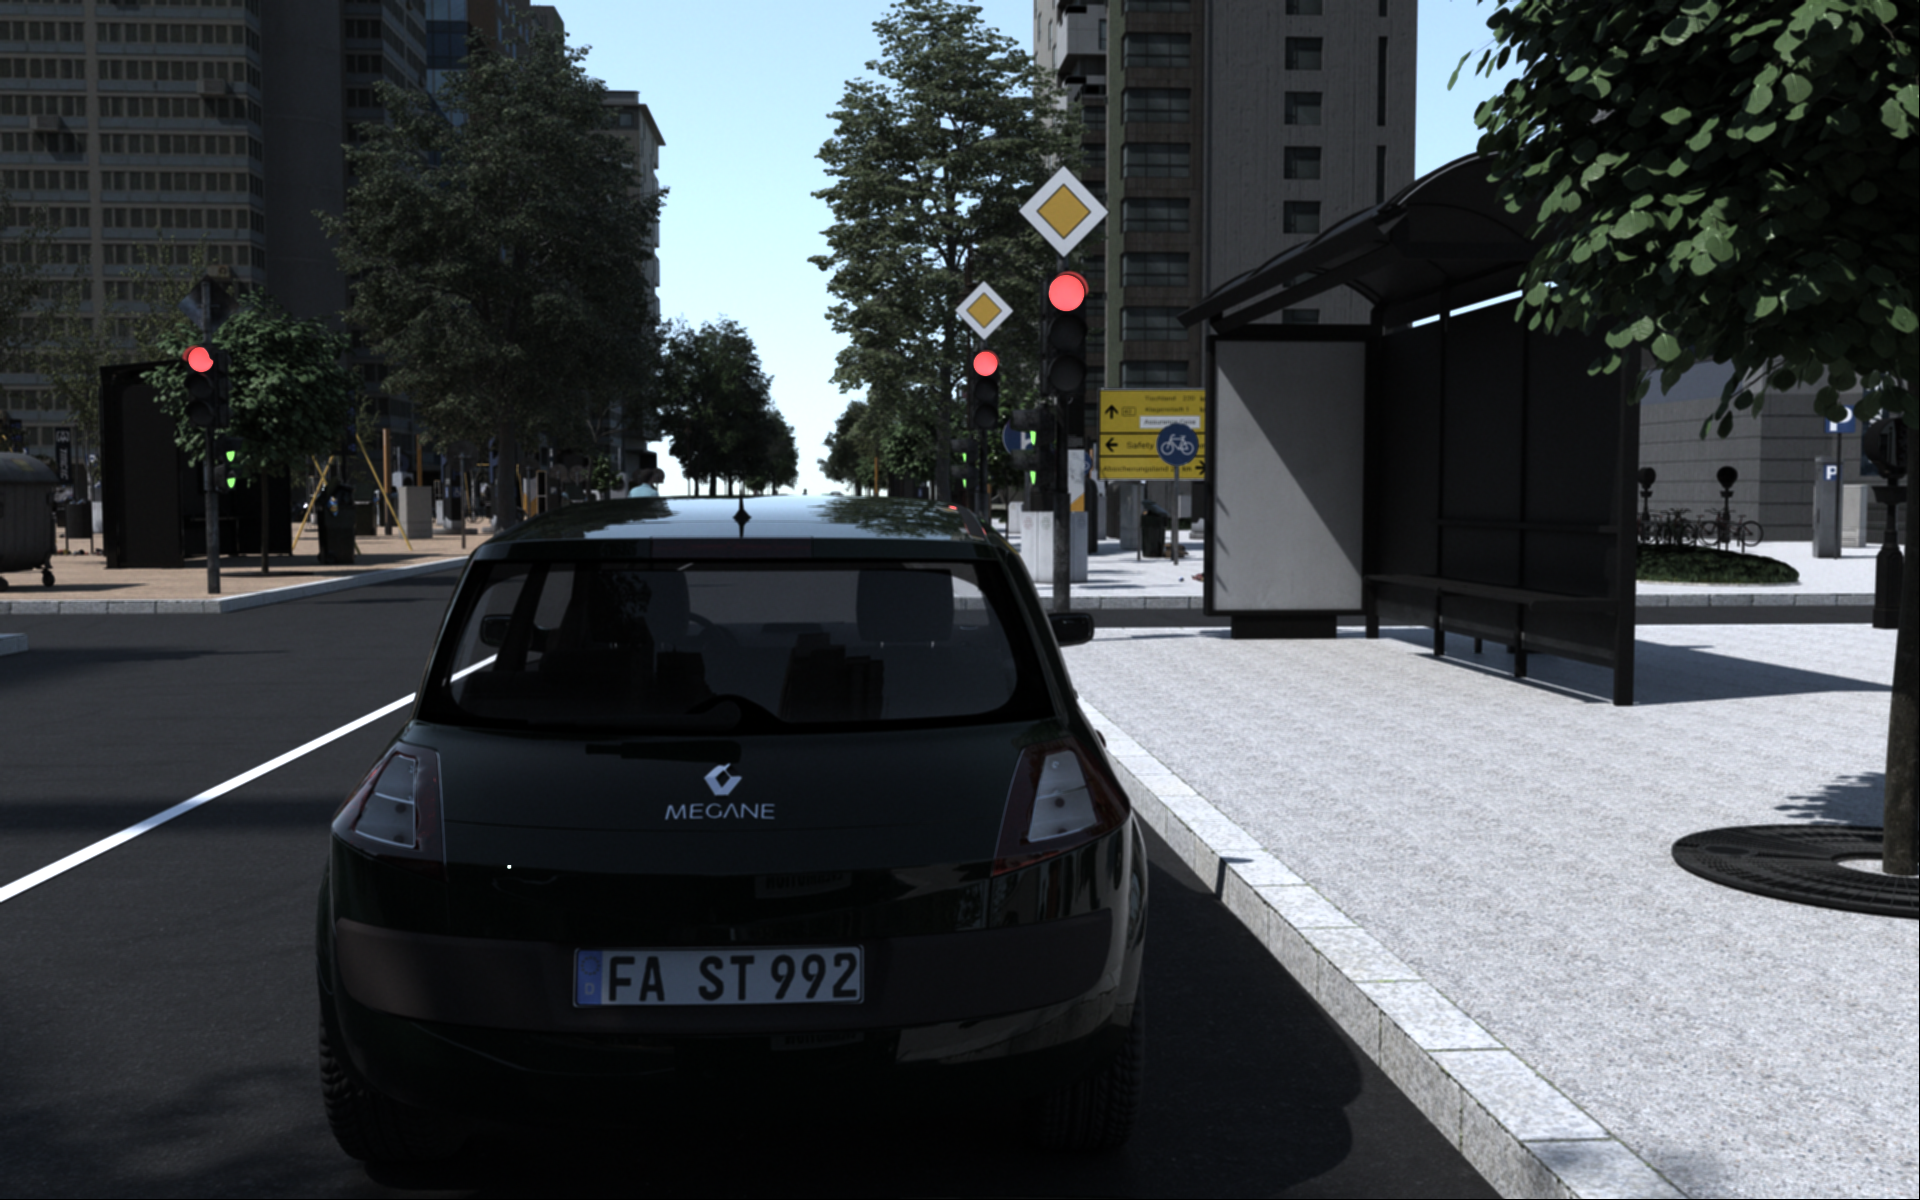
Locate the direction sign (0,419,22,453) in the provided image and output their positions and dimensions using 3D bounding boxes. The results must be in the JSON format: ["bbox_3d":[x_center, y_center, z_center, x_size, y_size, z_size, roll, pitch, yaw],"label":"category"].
[{"bbox_3d":[-28.727,-3.685,52.241,0.379,3.537,0.876,3,5,42],"label":"direction sign"}]

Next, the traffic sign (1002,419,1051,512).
[{"bbox_3d":[1.040,-1.635,26.835,0.768,2.556,0.104,0,4,1],"label":"traffic sign"}]

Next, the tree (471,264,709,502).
[{"bbox_3d":[-13.934,-7.975,64.811,8.767,10.594,7.601,-2,4,-31],"label":"tree"}]

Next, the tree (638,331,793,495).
[{"bbox_3d":[-17.088,-11.360,111.489,9.928,11.665,9.643,0,3,0],"label":"tree"}]

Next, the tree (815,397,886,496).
[{"bbox_3d":[-12.037,-17.631,205.269,9.611,12.733,9.660,0,3,0],"label":"tree"}]

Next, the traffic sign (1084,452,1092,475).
[{"bbox_3d":[3.449,-3.069,50.286,0.768,2.556,0.104,0,4,2],"label":"traffic sign"}]

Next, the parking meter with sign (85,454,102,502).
[{"bbox_3d":[-37.931,-4.907,76.487,0.543,3.016,1.738,0,4,-4],"label":"parking meter with sign"}]

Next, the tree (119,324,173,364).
[{"bbox_3d":[-34.909,-7.567,74.090,4.360,8.622,3.978,0,3,0],"label":"tree"}]

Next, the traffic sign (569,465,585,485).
[{"bbox_3d":[-16.864,-4.665,76.381,0.768,2.556,0.104,0,4,1],"label":"traffic sign"}]

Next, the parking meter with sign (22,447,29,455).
[{"bbox_3d":[-34.793,-4.124,63.696,0.543,3.016,1.738,-1,4,-10],"label":"parking meter with sign"}]

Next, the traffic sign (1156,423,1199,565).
[{"bbox_3d":[3.905,-1.903,31.227,0.768,2.556,0.104,0,4,-2],"label":"traffic sign"}]

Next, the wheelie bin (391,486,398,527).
[{"bbox_3d":[-22.582,-3.706,68.493,0.980,1.594,0.693,0,4,1],"label":"wheelie bin"}]

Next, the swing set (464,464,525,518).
[{"bbox_3d":[-24.477,-5.707,90.933,3.119,2.851,2.862,0,4,-4],"label":"swing set"}]

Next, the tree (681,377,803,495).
[{"bbox_3d":[-20.536,-14.490,153.919,9.611,12.733,9.660,0,3,0],"label":"tree"}]

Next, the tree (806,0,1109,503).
[{"bbox_3d":[-0.125,-7.436,39.710,7.486,12.596,7.792,0,3,0],"label":"tree"}]

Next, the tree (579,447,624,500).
[{"bbox_3d":[-14.677,-4.711,71.622,1.663,3.219,1.824,0,3,0],"label":"tree"}]

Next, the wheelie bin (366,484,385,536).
[{"bbox_3d":[-18.234,-2.759,53.023,0.980,1.594,0.693,0,4,-2],"label":"wheelie bin"}]

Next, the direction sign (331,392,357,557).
[{"bbox_3d":[-12.499,-2.640,35.163,0.379,3.537,0.876,1,4,12],"label":"direction sign"}]

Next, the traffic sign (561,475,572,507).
[{"bbox_3d":[-18.636,-4.962,81.134,0.884,2.594,0.081,0,4,4],"label":"traffic sign"}]

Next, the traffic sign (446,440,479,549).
[{"bbox_3d":[-11.665,-2.479,40.636,0.768,2.556,0.104,0,4,-1],"label":"traffic sign"}]

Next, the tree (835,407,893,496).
[{"bbox_3d":[-9.780,-15.143,182.007,7.601,10.594,8.767,-3,4,-36],"label":"tree"}]

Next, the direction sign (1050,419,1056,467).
[{"bbox_3d":[2.418,-3.528,49.684,0.876,3.537,0.379,-3,5,-41],"label":"direction sign"}]

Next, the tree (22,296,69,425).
[{"bbox_3d":[-30.082,-6.721,60.256,4.737,8.622,4.395,0,3,0],"label":"tree"}]

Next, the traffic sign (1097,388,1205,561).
[{"bbox_3d":[3.767,-2.406,33.216,2.265,3.308,0.079,0,4,3],"label":"traffic sign"}]

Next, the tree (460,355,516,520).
[{"bbox_3d":[-23.632,-8.222,84.796,4.360,8.622,3.978,0,3,0],"label":"tree"}]

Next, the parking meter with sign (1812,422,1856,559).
[{"bbox_3d":[17.478,-2.356,34.781,0.543,3.016,1.738,1,4,17],"label":"parking meter with sign"}]

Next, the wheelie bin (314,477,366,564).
[{"bbox_3d":[-11.467,-1.466,31.869,0.693,1.594,0.980,-2,4,-32],"label":"wheelie bin"}]

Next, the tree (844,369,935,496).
[{"bbox_3d":[-3.122,-8.410,87.867,4.360,8.622,3.978,0,3,0],"label":"tree"}]

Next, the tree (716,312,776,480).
[{"bbox_3d":[-17.653,-13.247,123.247,9.857,13.997,8.962,0,3,0],"label":"tree"}]

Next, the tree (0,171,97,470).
[{"bbox_3d":[-18.072,-4.942,31.159,4.360,8.622,3.978,0,3,0],"label":"tree"}]

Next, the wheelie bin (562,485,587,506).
[{"bbox_3d":[-14.074,-3.369,62.998,0.980,1.594,0.693,-3,4,-37],"label":"wheelie bin"}]

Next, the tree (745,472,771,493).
[{"bbox_3d":[-22.560,-12.744,192.082,4.285,4.588,4.351,0,3,0],"label":"tree"}]

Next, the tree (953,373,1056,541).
[{"bbox_3d":[0.719,-2.041,27.966,1.663,3.219,1.824,0,3,0],"label":"tree"}]

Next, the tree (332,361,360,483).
[{"bbox_3d":[-26.773,-7.151,67.284,4.737,8.622,4.395,0,3,0],"label":"tree"}]

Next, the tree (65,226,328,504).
[{"bbox_3d":[-21.196,-5.989,48.275,4.737,8.622,4.395,0,3,0],"label":"tree"}]

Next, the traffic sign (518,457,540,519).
[{"bbox_3d":[-14.743,-3.617,59.237,0.768,2.556,0.104,0,4,-1],"label":"traffic sign"}]

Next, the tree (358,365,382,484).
[{"bbox_3d":[-32.845,-8.676,92.217,4.737,8.622,4.395,0,3,0],"label":"tree"}]

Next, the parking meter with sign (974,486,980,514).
[{"bbox_3d":[0.627,-5.574,87.403,0.543,3.016,1.738,0,4,-1],"label":"parking meter with sign"}]

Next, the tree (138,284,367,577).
[{"bbox_3d":[-11.052,-2.661,27.218,4.285,4.588,4.351,0,3,0],"label":"tree"}]

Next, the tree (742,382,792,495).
[{"bbox_3d":[-21.731,-16.057,172.899,12.009,13.543,11.850,0,3,0],"label":"tree"}]

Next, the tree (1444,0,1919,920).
[{"bbox_3d":[3.118,-1.343,5.666,4.285,4.588,4.351,0,3,0],"label":"tree"}]

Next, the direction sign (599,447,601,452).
[{"bbox_3d":[-17.295,-5.581,83.242,0.379,3.537,0.876,0,4,-7],"label":"direction sign"}]

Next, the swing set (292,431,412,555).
[{"bbox_3d":[-13.985,-2.463,37.894,2.862,2.851,3.119,0,4,4],"label":"swing set"}]

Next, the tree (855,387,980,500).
[{"bbox_3d":[-0.815,-4.048,49.895,4.285,4.588,4.351,0,3,0],"label":"tree"}]

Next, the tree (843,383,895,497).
[{"bbox_3d":[-4.478,-9.327,102.851,4.737,8.622,4.395,0,3,0],"label":"tree"}]

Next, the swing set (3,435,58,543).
[{"bbox_3d":[-25.365,-2.852,44.243,2.862,2.851,3.119,0,4,3],"label":"swing set"}]

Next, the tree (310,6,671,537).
[{"bbox_3d":[-12.463,-8.595,47.179,9.857,13.997,8.962,0,3,0],"label":"tree"}]
